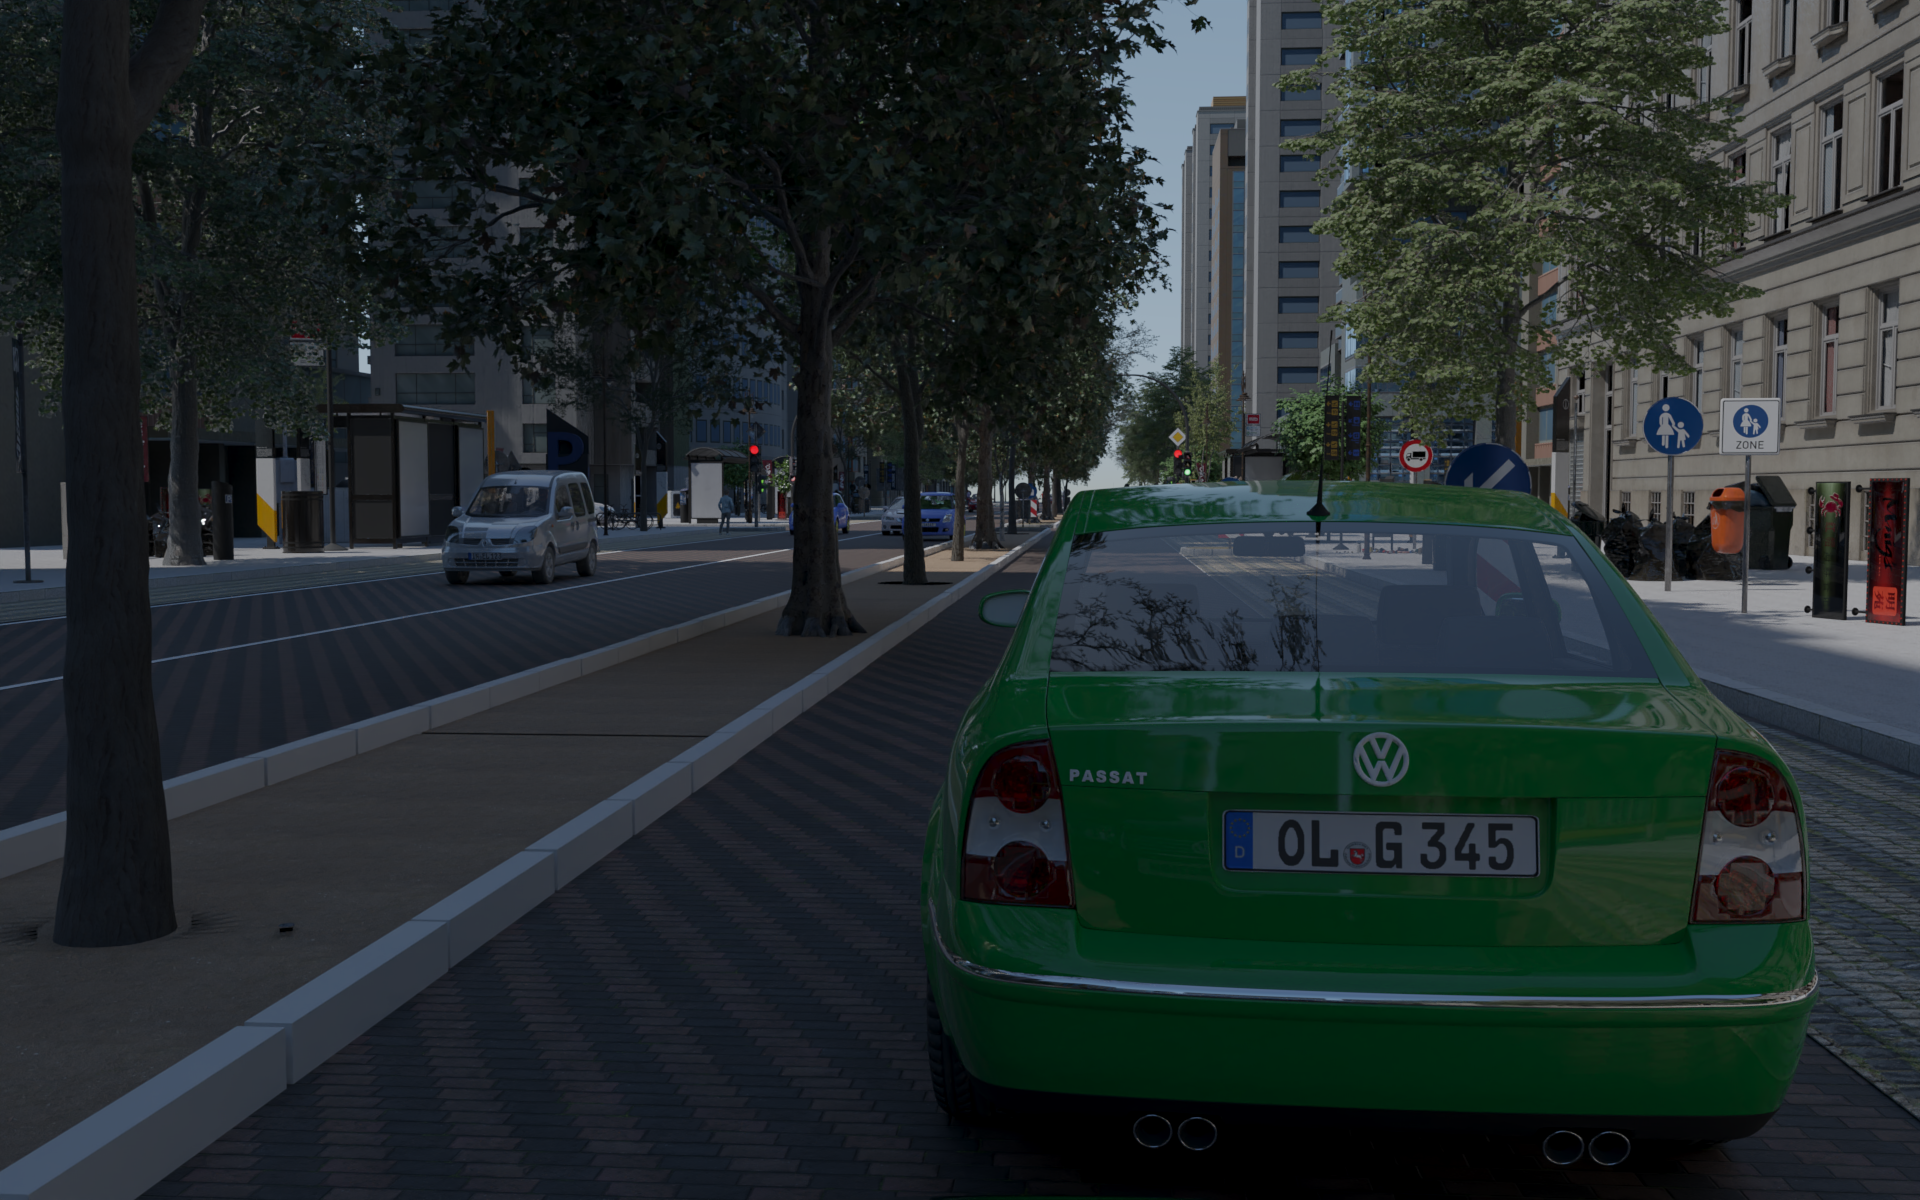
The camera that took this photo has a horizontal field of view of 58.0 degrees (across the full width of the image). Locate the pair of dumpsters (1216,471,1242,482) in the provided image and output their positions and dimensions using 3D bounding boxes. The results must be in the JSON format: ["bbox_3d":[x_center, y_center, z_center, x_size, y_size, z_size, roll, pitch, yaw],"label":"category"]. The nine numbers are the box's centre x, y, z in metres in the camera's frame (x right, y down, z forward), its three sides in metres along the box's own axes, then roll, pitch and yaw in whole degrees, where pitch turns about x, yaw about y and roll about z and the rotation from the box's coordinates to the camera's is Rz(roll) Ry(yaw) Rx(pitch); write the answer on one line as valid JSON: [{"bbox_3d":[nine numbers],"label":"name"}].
[{"bbox_3d":[11.859,-4.503,76.115,1.574,2.255,4.437,0,4,5],"label":"pair of dumpsters"}]

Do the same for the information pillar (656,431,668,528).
[{"bbox_3d":[-11.123,-4.480,64.596,0.504,3.616,0.183,2,4,32],"label":"information pillar"}]

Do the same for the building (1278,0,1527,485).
[{"bbox_3d":[36.840,-49.894,128.431,22.319,86.520,31.000,0,4,5],"label":"building"}]

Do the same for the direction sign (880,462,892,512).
[{"bbox_3d":[-5.244,-7.977,122.413,0.876,3.537,0.379,0,4,3],"label":"direction sign"}]

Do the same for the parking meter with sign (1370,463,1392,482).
[{"bbox_3d":[23.191,-6.143,96.698,1.738,3.016,0.543,1,4,17],"label":"parking meter with sign"}]

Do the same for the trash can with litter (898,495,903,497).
[{"bbox_3d":[-4.957,-8.449,149.533,1.055,1.170,0.624,-2,4,-32],"label":"trash can with litter"}]

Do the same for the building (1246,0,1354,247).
[{"bbox_3d":[37.210,-37.883,161.384,21.231,58.520,28.212,0,4,5],"label":"building"}]

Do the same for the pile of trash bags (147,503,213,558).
[{"bbox_3d":[-17.015,-1.603,35.965,3.447,1.369,1.912,1,4,16],"label":"pile of trash bags"}]

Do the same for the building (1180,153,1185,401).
[{"bbox_3d":[47.624,-45.798,290.801,21.231,58.520,28.212,0,4,5],"label":"building"}]

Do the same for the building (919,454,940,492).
[{"bbox_3d":[-10.602,-29.232,249.642,14.160,30.474,14.107,0,4,5],"label":"building"}]

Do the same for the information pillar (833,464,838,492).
[{"bbox_3d":[-9.735,-8.766,134.675,0.504,3.616,0.183,0,4,-7],"label":"information pillar"}]

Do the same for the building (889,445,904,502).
[{"bbox_3d":[-13.983,-31.622,200.608,14.154,41.232,14.086,0,4,5],"label":"building"}]

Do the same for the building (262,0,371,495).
[{"bbox_3d":[-50.435,-31.114,97.952,27.495,52.752,28.713,0,4,5],"label":"building"}]

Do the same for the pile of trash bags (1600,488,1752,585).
[{"bbox_3d":[10.821,-0.979,25.755,1.912,1.369,3.447,0,3,0],"label":"pile of trash bags"}]

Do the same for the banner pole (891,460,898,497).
[{"bbox_3d":[-4.775,-8.398,127.317,0.863,3.779,0.401,3,4,36],"label":"banner pole"}]

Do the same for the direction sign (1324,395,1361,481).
[{"bbox_3d":[8.790,-2.927,39.851,0.876,3.537,0.379,-1,4,-11],"label":"direction sign"}]

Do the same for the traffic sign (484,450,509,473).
[{"bbox_3d":[-13.543,-3.091,50.637,0.768,2.556,0.104,0,4,8],"label":"traffic sign"}]

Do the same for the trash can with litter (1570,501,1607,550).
[{"bbox_3d":[10.495,-1.036,28.331,1.055,1.170,0.624,3,5,45],"label":"trash can with litter"}]

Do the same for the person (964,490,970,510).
[{"bbox_3d":[0.633,-9.184,158.522,0.599,1.838,0.709,1,4,20],"label":"person"}]

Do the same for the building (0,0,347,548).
[{"bbox_3d":[-34.093,-24.019,47.338,28.867,44.769,22.147,0,4,5],"label":"building"}]

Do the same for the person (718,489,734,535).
[{"bbox_3d":[-8.129,-3.052,60.216,0.589,1.601,0.330,1,4,19],"label":"person"}]

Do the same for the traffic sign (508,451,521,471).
[{"bbox_3d":[-13.457,-3.179,51.980,0.884,2.594,0.081,1,4,10],"label":"traffic sign"}]

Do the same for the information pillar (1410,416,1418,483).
[{"bbox_3d":[11.901,-3.308,45.439,0.183,3.616,0.504,2,4,28],"label":"information pillar"}]

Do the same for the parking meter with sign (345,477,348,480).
[{"bbox_3d":[-27.824,-5.090,79.485,1.738,3.016,0.543,3,5,42],"label":"parking meter with sign"}]

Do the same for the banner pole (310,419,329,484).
[{"bbox_3d":[-18.541,-3.702,50.538,0.863,3.779,0.401,-3,4,-38],"label":"banner pole"}]

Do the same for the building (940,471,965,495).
[{"bbox_3d":[-13.315,-27.356,292.315,27.650,21.520,28.899,0,4,5],"label":"building"}]

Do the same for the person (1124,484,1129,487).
[{"bbox_3d":[5.976,-3.259,61.967,0.419,1.800,0.721,1,4,12],"label":"person"}]

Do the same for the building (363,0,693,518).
[{"bbox_3d":[-23.445,-19.851,96.271,14.160,30.474,14.107,0,4,5],"label":"building"}]

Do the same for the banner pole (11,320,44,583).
[{"bbox_3d":[-13.414,-2.124,24.742,0.401,3.779,0.863,-1,4,-18],"label":"banner pole"}]

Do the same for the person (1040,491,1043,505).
[{"bbox_3d":[11.391,-14.005,237.420,1.348,1.831,0.705,3,5,44],"label":"person"}]

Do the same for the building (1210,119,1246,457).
[{"bbox_3d":[37.451,-34.077,207.271,14.600,45.320,14.200,0,4,5],"label":"building"}]

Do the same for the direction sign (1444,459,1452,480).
[{"bbox_3d":[31.455,-7.276,110.967,0.876,3.537,0.379,0,4,6],"label":"direction sign"}]

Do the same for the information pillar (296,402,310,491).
[{"bbox_3d":[-15.346,-3.004,40.475,0.183,3.616,0.504,0,4,6],"label":"information pillar"}]

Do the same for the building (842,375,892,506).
[{"bbox_3d":[-22.642,-20.507,180.331,27.650,21.520,28.899,0,4,5],"label":"building"}]

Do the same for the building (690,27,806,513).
[{"bbox_3d":[-23.741,-35.636,124.643,21.231,58.520,28.212,0,4,5],"label":"building"}]

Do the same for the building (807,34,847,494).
[{"bbox_3d":[-18.287,-31.043,157.665,14.600,45.320,14.200,0,4,5],"label":"building"}]

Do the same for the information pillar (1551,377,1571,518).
[{"bbox_3d":[11.956,-2.637,34.475,0.504,3.616,0.183,-3,4,-39],"label":"information pillar"}]

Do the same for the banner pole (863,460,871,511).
[{"bbox_3d":[-6.819,-8.454,128.247,0.863,3.779,0.401,3,4,37],"label":"banner pole"}]

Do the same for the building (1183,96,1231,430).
[{"bbox_3d":[45.659,-44.080,262.707,21.231,58.520,28.212,0,4,5],"label":"building"}]

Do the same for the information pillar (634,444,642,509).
[{"bbox_3d":[-14.986,-5.460,80.631,0.183,3.616,0.504,2,4,32],"label":"information pillar"}]

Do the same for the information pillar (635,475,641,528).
[{"bbox_3d":[-12.131,-3.746,65.736,0.304,2.012,0.304,1,4,22],"label":"information pillar"}]

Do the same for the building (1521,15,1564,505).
[{"bbox_3d":[42.959,-26.561,88.897,28.867,44.769,22.147,0,4,5],"label":"building"}]

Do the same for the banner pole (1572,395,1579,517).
[{"bbox_3d":[15.486,-3.279,43.623,0.401,3.779,0.863,1,4,19],"label":"banner pole"}]

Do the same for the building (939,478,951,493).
[{"bbox_3d":[-11.972,-50.621,265.896,20.563,71.187,20.611,0,4,5],"label":"building"}]

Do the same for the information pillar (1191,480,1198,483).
[{"bbox_3d":[12.004,-5.151,88.703,0.304,2.012,0.304,2,4,29],"label":"information pillar"}]

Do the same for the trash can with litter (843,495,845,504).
[{"bbox_3d":[-9.700,-8.061,142.854,1.678,1.210,2.233,1,4,15],"label":"trash can with litter"}]

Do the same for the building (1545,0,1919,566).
[{"bbox_3d":[25.167,-12.669,40.416,16.112,22.955,30.059,0,4,5],"label":"building"}]

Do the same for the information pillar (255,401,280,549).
[{"bbox_3d":[-16.119,-2.991,40.257,0.504,3.616,0.183,1,4,17],"label":"information pillar"}]

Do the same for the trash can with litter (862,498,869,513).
[{"bbox_3d":[-6.501,-6.544,118.380,0.624,1.170,1.055,0,4,-3],"label":"trash can with litter"}]
